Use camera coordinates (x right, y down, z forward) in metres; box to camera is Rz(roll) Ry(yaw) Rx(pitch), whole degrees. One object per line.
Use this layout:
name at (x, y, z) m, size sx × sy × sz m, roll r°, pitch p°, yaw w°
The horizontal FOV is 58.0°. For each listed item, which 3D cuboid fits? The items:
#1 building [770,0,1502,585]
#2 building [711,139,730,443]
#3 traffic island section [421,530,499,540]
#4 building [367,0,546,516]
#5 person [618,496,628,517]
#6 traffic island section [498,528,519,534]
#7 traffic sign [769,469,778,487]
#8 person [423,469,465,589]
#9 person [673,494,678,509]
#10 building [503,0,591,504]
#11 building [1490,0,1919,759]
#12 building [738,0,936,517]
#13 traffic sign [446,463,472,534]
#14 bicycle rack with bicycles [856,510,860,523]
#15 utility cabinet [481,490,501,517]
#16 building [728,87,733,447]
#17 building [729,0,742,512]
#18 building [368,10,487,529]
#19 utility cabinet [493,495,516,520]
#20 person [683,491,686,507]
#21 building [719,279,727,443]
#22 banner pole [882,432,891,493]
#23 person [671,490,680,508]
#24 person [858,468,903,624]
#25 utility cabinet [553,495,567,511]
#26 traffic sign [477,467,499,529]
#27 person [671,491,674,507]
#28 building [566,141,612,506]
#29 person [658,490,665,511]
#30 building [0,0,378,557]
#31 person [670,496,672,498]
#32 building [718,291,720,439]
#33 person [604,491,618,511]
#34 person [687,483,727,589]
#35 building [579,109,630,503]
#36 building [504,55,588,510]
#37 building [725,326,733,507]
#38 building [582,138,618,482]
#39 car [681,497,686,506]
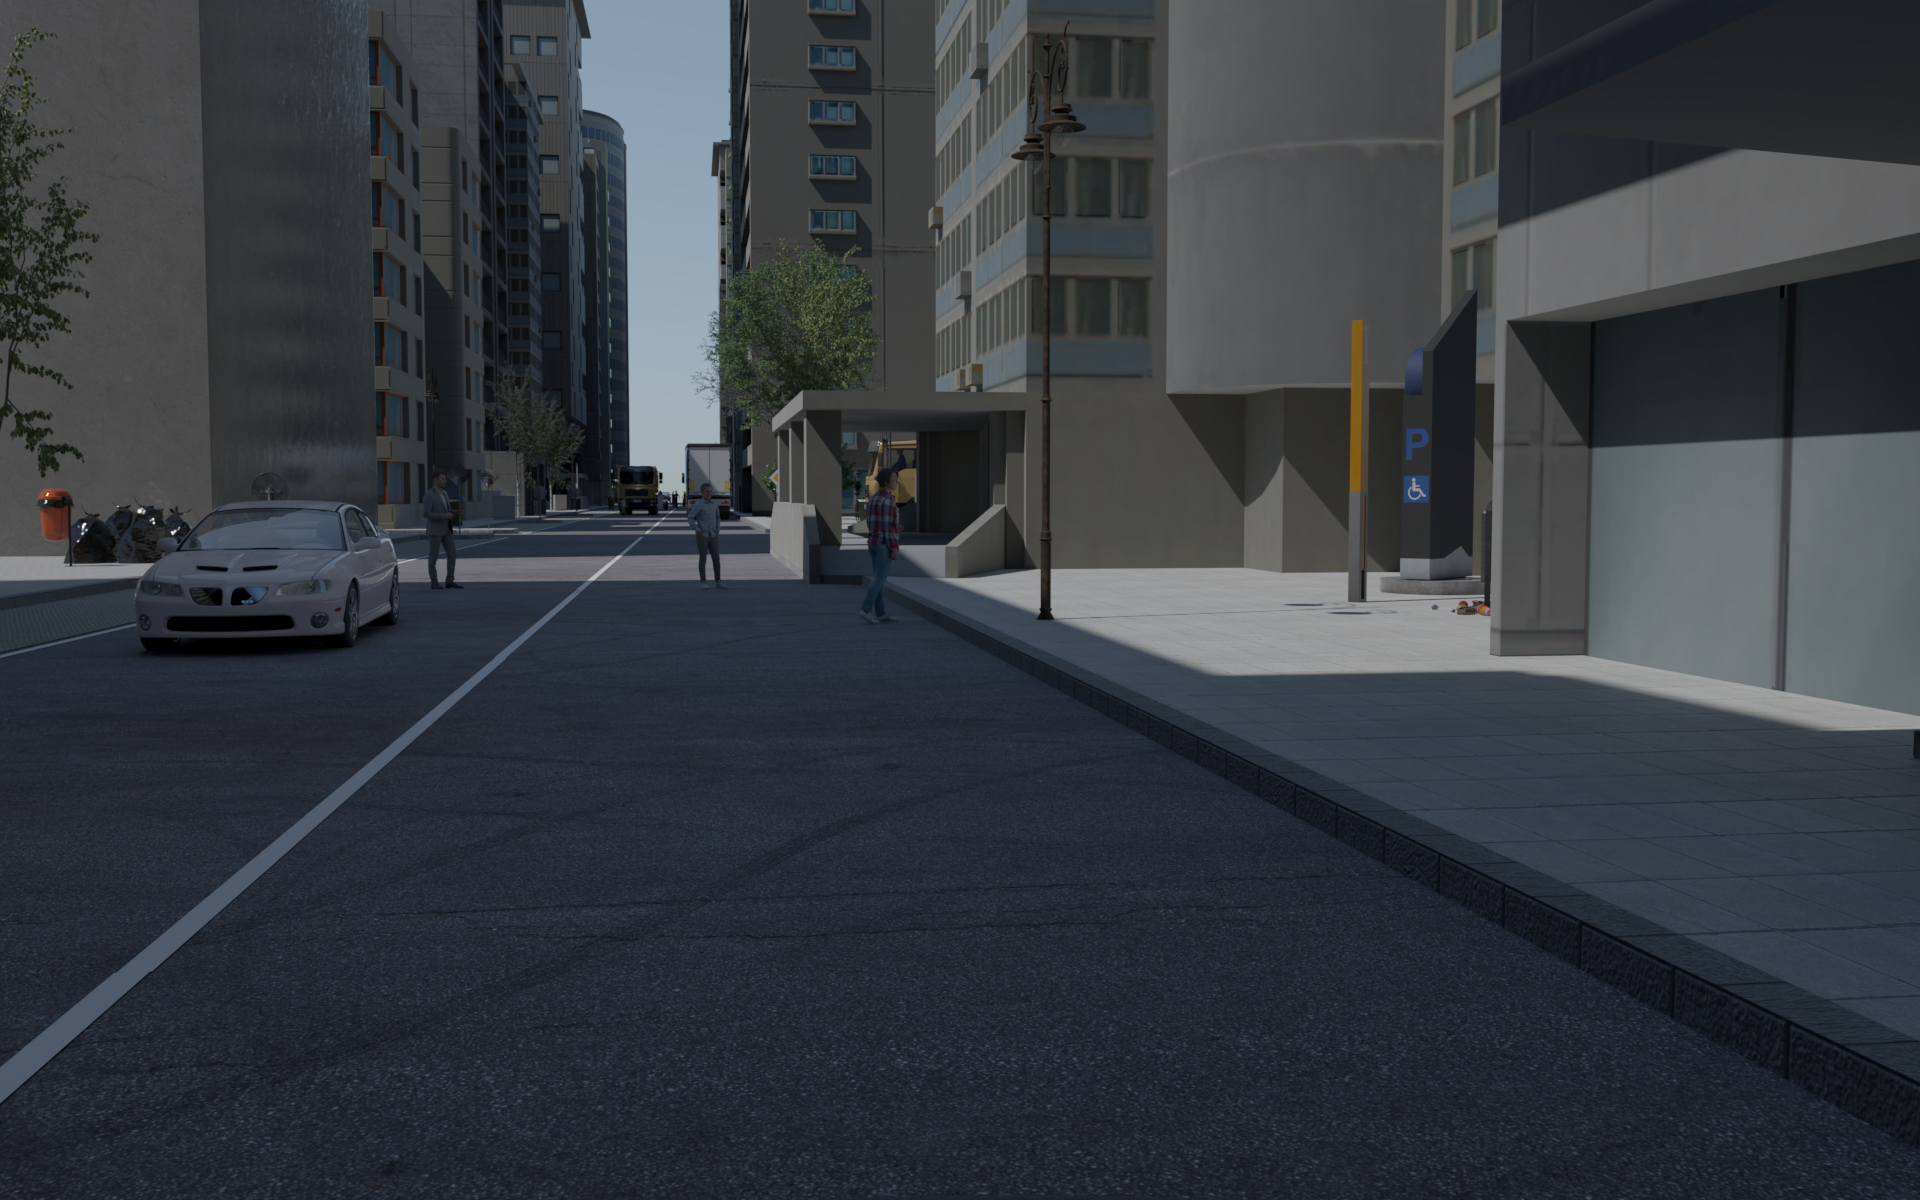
building at (12.467, -21.021, 35.580) m, size 32.217 × 40.220 × 23.993 m, roll -1°, pitch 4°, yaw -9°
building at (-21.693, -40.675, 254.275) m, size 28.713 × 52.752 × 27.495 m, roll -1°, pitch 4°, yaw -9°
traffic island section at (-16.038, -2.030, 55.476) m, size 2.009 × 0.180 × 2.903 m, roll -1°, pitch 4°, yaw -9°
building at (-36.700, -40.838, 105.949) m, size 20.563 × 71.187 × 20.611 m, roll -1°, pitch 4°, yaw -9°
person at (-20.715, -5.734, 106.491) m, size 0.590 × 1.304 × 0.306 m, roll 0°, pitch 4°, yaw 1°
traffic island section at (-17.258, -2.513, 63.367) m, size 2.009 × 0.180 × 2.903 m, roll -1°, pitch 4°, yaw -9°
traffic sign at (-6.763, -3.747, 64.901) m, size 0.795 × 2.450 × 0.064 m, roll -1°, pitch 4°, yaw -9°
person at (-7.774, -1.065, 26.119) m, size 0.583 × 1.804 × 0.606 m, roll 1°, pitch 4°, yaw 14°
person at (-28.126, -9.745, 171.052) m, size 0.599 × 1.433 × 0.991 m, roll -3°, pitch 4°, yaw -36°
building at (-51.684, -35.655, 172.198) m, size 28.713 × 52.752 × 27.495 m, roll -1°, pitch 4°, yaw -9°
building at (17.040, -25.234, 1.822) m, size 28.713 × 52.752 × 27.495 m, roll -1°, pitch 4°, yaw -9°
building at (-2.710, -29.600, 107.663) m, size 21.300 × 48.544 × 21.600 m, roll -1°, pitch 4°, yaw -9°
traffic sign at (-16.016, -3.167, 55.417) m, size 0.795 × 2.450 × 0.064 m, roll -1°, pitch 4°, yaw -9°
bicycle rack with bicycles at (-3.188, -3.591, 72.103) m, size 2.925 × 0.926 × 2.852 m, roll -3°, pitch 5°, yaw -44°
utility cabinet at (-25.393, -5.198, 93.660) m, size 0.318 × 1.500 × 1.173 m, roll 3°, pitch 4°, yaw 38°
building at (-9.864, -30.846, 158.959) m, size 22.147 × 44.769 × 28.867 m, roll -1°, pitch 4°, yaw -9°
building at (-10.505, -27.473, 132.786) m, size 14.154 × 41.232 × 14.086 m, roll -1°, pitch 4°, yaw -9°
building at (-36.456, -14.030, 74.422) m, size 27.650 × 21.520 × 28.899 m, roll -1°, pitch 4°, yaw -9°
utility cabinet at (-22.765, -4.608, 86.503) m, size 1.020 × 1.237 × 0.306 m, roll -1°, pitch 4°, yaw -16°
person at (-30.401, -11.181, 191.830) m, size 0.721 × 1.766 × 1.217 m, roll 0°, pitch 4°, yaw 2°
building at (-25.242, -28.227, 233.211) m, size 14.160 × 30.474 × 14.107 m, roll -1°, pitch 4°, yaw -9°
banner pole at (-2.300, -3.963, 54.815) m, size 0.401 × 3.779 × 0.863 m, roll 1°, pitch 4°, yaw 22°
person at (-29.621, -10.532, 180.682) m, size 1.348 × 1.826 × 0.705 m, roll 3°, pitch 5°, yaw 41°
person at (-0.893, -0.610, 19.307) m, size 0.643 × 1.720 × 0.563 m, roll -2°, pitch 4°, yaw -24°
utility cabinet at (-30.798, -7.473, 133.340) m, size 1.020 × 1.237 × 0.306 m, roll -3°, pitch 5°, yaw -43°
traffic sign at (-17.236, -3.649, 63.309) m, size 0.795 × 2.450 × 0.064 m, roll -1°, pitch 4°, yaw -9°
person at (-32.168, -11.371, 194.950) m, size 0.750 × 1.759 × 0.617 m, roll 2°, pitch 4°, yaw 32°
building at (-46.840, -31.257, 194.639) m, size 14.154 × 41.232 × 14.086 m, roll -1°, pitch 4°, yaw -9°
person at (-25.800, -8.565, 149.209) m, size 0.621 × 1.740 × 0.551 m, roll 1°, pitch 4°, yaw 22°
building at (-33.815, -14.535, 42.156) m, size 34.151 × 26.468 × 19.350 m, roll -1°, pitch 4°, yaw -9°
person at (-46.389, -16.415, 280.137) m, size 1.065 × 1.426 × 0.557 m, roll -1°, pitch 4°, yaw -12°
building at (-28.058, -40.554, 282.671) m, size 23.786 × 49.044 × 30.456 m, roll -1°, pitch 4°, yaw -9°
person at (-30.096, -8.572, 149.383) m, size 1.217 × 1.736 × 0.721 m, roll 0°, pitch 4°, yaw -6°
person at (-3.824, -0.971, 26.189) m, size 0.589 × 1.601 × 0.330 m, roll -2°, pitch 4°, yaw -31°
building at (-61.319, -44.027, 261.839) m, size 21.231 × 58.520 × 28.212 m, roll -1°, pitch 4°, yaw -9°
building at (-48.497, -27.787, 146.194) m, size 32.217 × 40.220 × 23.993 m, roll -1°, pitch 4°, yaw -9°
building at (-11.367, -21.013, 188.608) m, size 27.650 × 21.520 × 28.899 m, roll -1°, pitch 4°, yaw -9°
building at (-58.568, -37.477, 232.363) m, size 23.786 × 49.044 × 30.456 m, roll -1°, pitch 4°, yaw -9°
car at (-32.020, -11.959, 205.309) m, size 2.009 × 1.686 × 4.222 m, roll -1°, pitch 4°, yaw -8°
